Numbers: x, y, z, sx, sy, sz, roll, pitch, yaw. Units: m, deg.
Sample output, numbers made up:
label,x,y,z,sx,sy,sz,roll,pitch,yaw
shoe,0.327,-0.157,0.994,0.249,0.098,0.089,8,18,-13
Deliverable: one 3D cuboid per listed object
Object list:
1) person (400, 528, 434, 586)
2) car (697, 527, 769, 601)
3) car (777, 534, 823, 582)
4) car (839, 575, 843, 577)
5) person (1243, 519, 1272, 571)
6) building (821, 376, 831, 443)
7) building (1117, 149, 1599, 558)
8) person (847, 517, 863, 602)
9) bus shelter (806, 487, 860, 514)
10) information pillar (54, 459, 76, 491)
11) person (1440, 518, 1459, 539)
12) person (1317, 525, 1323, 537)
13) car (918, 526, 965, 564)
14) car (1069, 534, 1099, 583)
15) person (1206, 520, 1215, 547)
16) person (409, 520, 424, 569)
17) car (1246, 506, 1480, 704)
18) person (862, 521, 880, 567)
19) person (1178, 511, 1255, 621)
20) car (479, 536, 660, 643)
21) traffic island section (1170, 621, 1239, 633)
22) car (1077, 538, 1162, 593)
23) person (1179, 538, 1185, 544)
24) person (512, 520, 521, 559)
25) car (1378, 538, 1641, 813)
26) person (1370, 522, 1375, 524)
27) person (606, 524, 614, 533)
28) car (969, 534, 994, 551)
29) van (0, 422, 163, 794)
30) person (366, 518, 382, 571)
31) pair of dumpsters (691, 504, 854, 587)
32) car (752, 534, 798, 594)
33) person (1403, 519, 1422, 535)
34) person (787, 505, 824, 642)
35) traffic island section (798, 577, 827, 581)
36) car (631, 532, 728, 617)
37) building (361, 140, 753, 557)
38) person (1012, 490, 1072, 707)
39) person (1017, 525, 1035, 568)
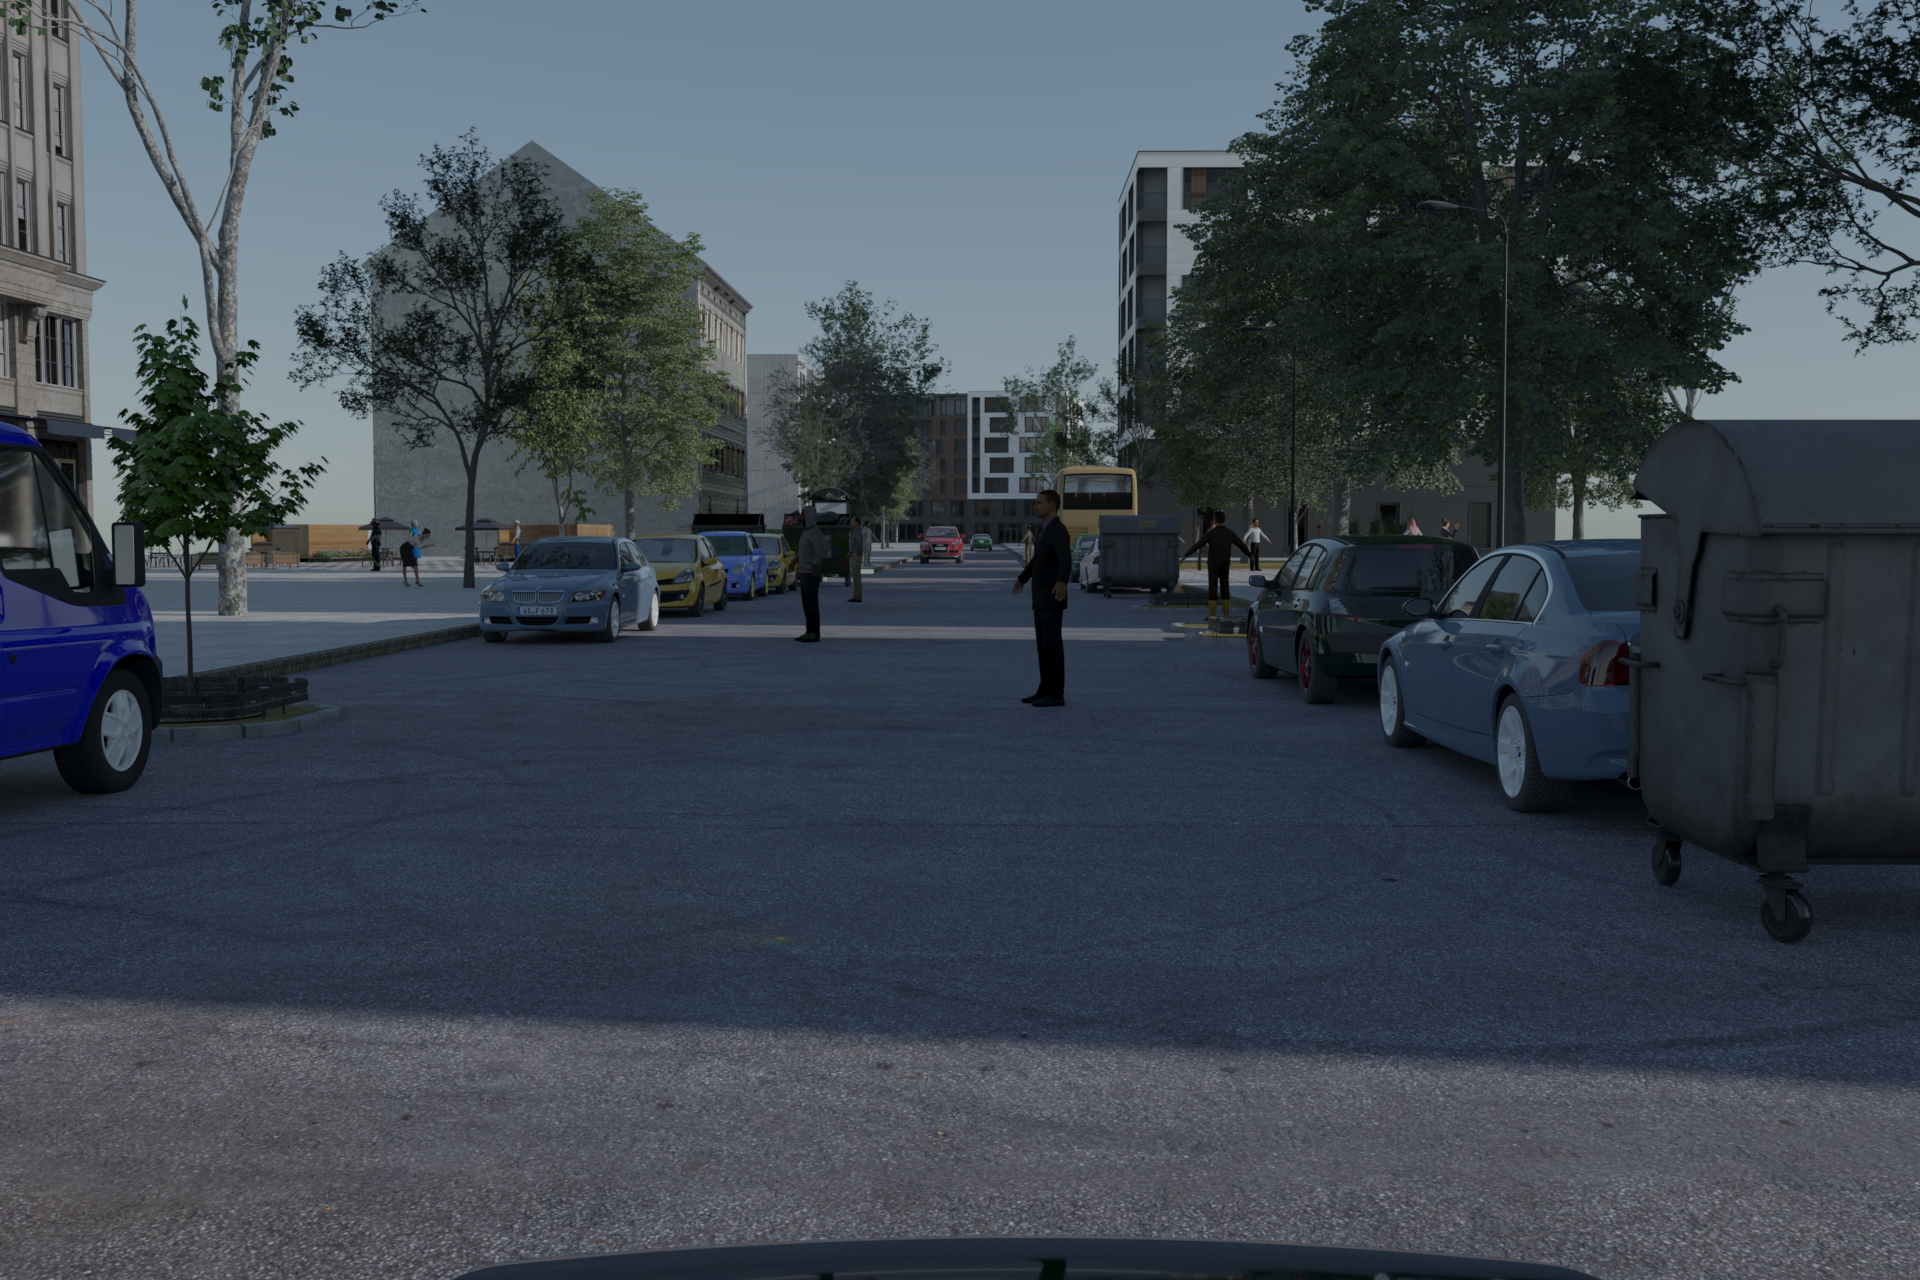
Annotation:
label,x,y,z,sx,sy,sz,roll,pitch,yaw
person,-13.305,-2.032,42.447,0.799,1.438,0.628,-1,4,-21
car,-5.268,-1.764,38.427,1.945,1.707,3.694,0,4,1
car,-4.955,-2.472,50.198,2.009,1.686,4.222,0,4,1
car,-4.632,-3.057,58.786,1.959,1.807,4.718,0,4,1
person,10.247,-3.296,60.043,1.344,1.810,0.704,-2,4,-34
building,-21.470,-21.505,208.018,16.016,20.090,11.380,0,4,1
building,23.669,-16.193,108.732,27.936,21.610,32.646,0,4,1
person,-2.209,-1.698,36.490,0.705,1.796,1.348,-1,4,-9
bus shelter,-5.586,-5.074,76.885,2.014,3.302,5.546,0,3,0
information pillar,-8.923,-0.770,17.085,0.304,2.012,0.304,0,4,2
person,13.739,-2.549,48.517,0.445,1.727,0.742,-3,4,-37
person,17.339,-4.663,83.047,0.721,1.733,1.217,0,4,1
car,-0.882,-4.679,85.181,2.281,1.827,5.304,0,4,1
car,4.155,-2.491,52.528,2.131,1.459,4.920,0,3,0
person,8.940,-3.273,60.081,0.750,1.759,0.617,-1,4,-8
person,-20.160,-3.547,64.126,0.704,1.817,1.347,0,4,1
car,3.755,-0.379,15.983,2.009,1.686,4.222,0,3,0
person,-3.629,-3.807,68.433,0.705,1.806,1.347,2,4,30
person,4.254,-1.219,28.523,1.346,1.812,0.704,-1,4,-12
car,-5.396,-0.759,24.417,2.014,1.417,4.499,0,4,1
traffic island section,4.156,-0.173,25.700,1.991,0.108,1.994,0,4,1
car,4.019,-1.908,43.563,2.083,1.381,4.827,0,4,1
person,11.400,-5.043,91.717,0.991,1.433,0.599,1,4,9
person,-17.649,-3.856,68.895,0.705,1.847,1.347,0,4,-8
car,3.728,0.111,10.183,2.014,1.417,4.499,0,4,1
person,17.308,-4.061,72.340,0.705,1.837,1.347,0,4,5
person,-19.278,-5.448,94.859,0.705,1.856,1.354,1,4,11
car,1.782,-8.189,145.691,2.131,1.459,4.920,0,4,0
van,-5.594,-0.213,7.862,2.240,2.365,5.245,0,4,0
person,-20.248,-3.306,59.914,0.704,1.845,1.351,-2,4,-34
pair of dumpsters,-5.081,-2.587,47.242,4.436,2.255,1.574,0,4,1
car,-4.992,-1.975,42.508,2.015,1.641,3.980,0,4,1
person,15.583,-3.284,59.840,1.347,1.811,0.704,-2,4,-28
person,-2.026,-0.885,23.048,0.705,1.813,1.348,-1,4,-20
traffic island section,-5.134,-1.867,53.389,1.991,0.108,1.994,0,4,1
car,-5.277,-1.281,31.164,2.015,1.641,3.980,0,4,1
building,-23.657,-16.840,106.257,19.493,23.208,18.063,0,4,1
person,0.718,-0.357,14.511,0.704,1.802,1.346,-1,4,-14
person,2.840,-3.912,72.690,0.705,1.796,1.348,2,4,32
